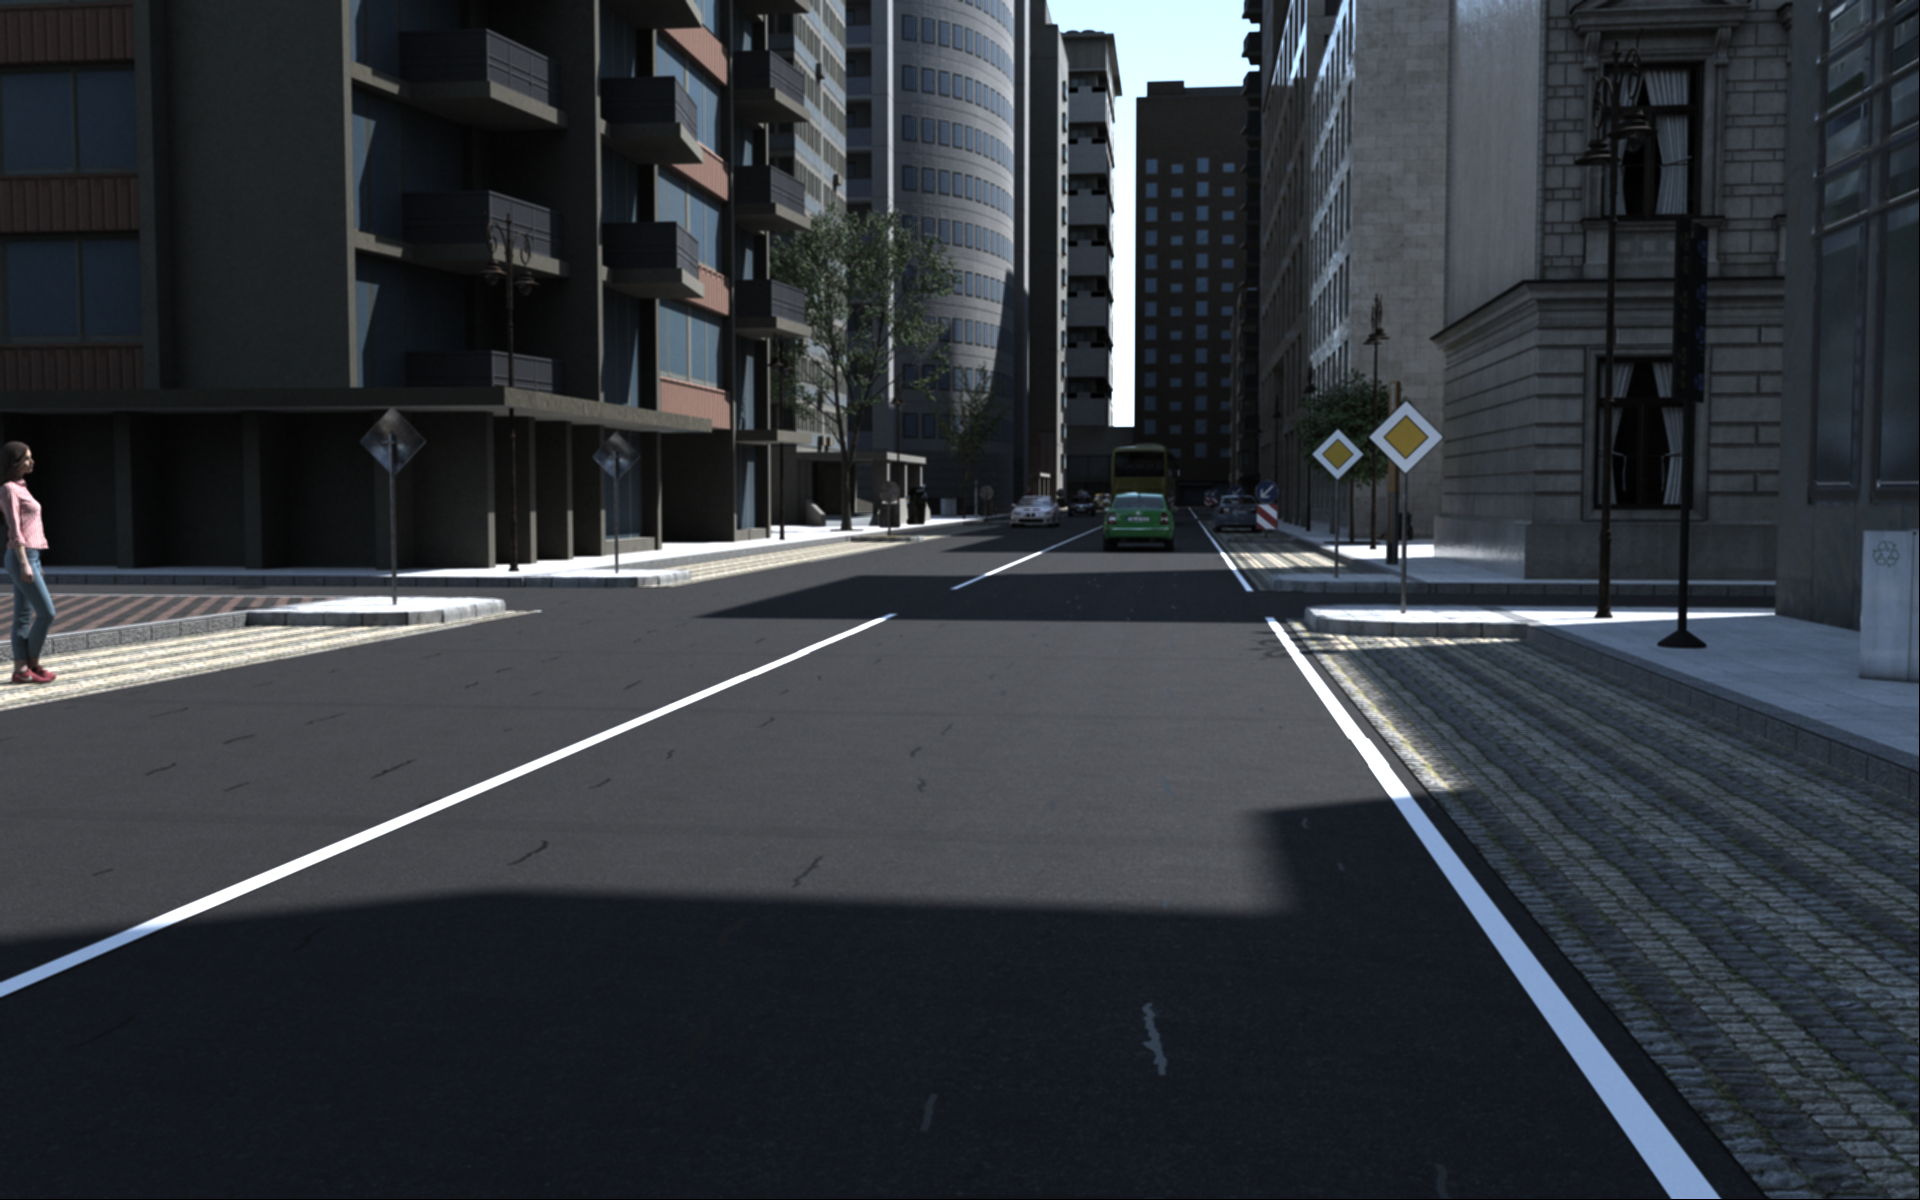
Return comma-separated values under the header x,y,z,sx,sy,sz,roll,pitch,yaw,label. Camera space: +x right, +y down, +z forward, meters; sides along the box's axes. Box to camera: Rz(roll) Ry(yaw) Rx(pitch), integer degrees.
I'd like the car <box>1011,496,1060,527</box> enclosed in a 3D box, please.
x,y,z,sx,sy,sz,roll,pitch,yaw,label
3.341,-3.886,75.903,2.083,1.381,4.827,0,4,8,car

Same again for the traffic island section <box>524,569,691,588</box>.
x,y,z,sx,sy,sz,roll,pitch,yaw,label
-5.566,-0.349,27.979,2.009,0.180,2.903,0,4,7,traffic island section

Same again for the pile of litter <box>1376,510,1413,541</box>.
x,y,z,sx,sy,sz,roll,pitch,yaw,label
12.190,-2.118,48.599,1.176,0.858,1.719,2,4,32,pile of litter

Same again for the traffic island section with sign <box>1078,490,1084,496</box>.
x,y,z,sx,sy,sz,roll,pitch,yaw,label
10.986,-9.027,156.216,1.989,1.847,2.006,0,4,7,traffic island section with sign

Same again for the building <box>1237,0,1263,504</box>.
x,y,z,sx,sy,sz,roll,pitch,yaw,label
32.517,-29.126,130.829,22.147,44.769,28.867,0,4,7,building

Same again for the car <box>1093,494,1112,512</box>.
x,y,z,sx,sy,sz,roll,pitch,yaw,label
11.259,-7.730,136.606,2.015,1.641,3.980,1,4,9,car

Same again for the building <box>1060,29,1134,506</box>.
x,y,z,sx,sy,sz,roll,pitch,yaw,label
6.583,-37.346,199.851,27.495,52.752,28.713,0,4,7,building

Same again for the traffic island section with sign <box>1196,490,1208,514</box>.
x,y,z,sx,sy,sz,roll,pitch,yaw,label
18.557,-7.271,127.508,1.989,1.847,2.006,0,4,7,traffic island section with sign

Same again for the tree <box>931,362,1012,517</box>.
x,y,z,sx,sy,sz,roll,pitch,yaw,label
0.651,-8.855,95.137,4.737,8.622,4.395,0,3,0,tree

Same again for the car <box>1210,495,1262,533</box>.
x,y,z,sx,sy,sz,roll,pitch,yaw,label
10.442,-3.263,65.347,2.014,1.417,4.499,0,4,7,car

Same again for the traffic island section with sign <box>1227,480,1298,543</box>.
x,y,z,sx,sy,sz,roll,pitch,yaw,label
8.880,-2.590,50.980,1.989,1.847,2.006,0,4,7,traffic island section with sign

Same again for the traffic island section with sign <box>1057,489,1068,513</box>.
x,y,z,sx,sy,sz,roll,pitch,yaw,label
7.601,-7.391,129.473,1.989,1.847,2.006,0,4,7,traffic island section with sign

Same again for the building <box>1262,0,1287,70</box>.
x,y,z,sx,sy,sz,roll,pitch,yaw,label
26.416,-28.123,109.917,14.600,45.320,14.200,0,4,7,building

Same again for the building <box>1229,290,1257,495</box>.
x,y,z,sx,sy,sz,roll,pitch,yaw,label
39.299,-19.248,159.742,27.650,21.520,28.899,0,4,7,building

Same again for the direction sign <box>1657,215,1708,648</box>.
x,y,z,sx,sy,sz,roll,pitch,yaw,label
6.081,-1.375,14.485,0.379,3.537,0.876,3,4,37,direction sign

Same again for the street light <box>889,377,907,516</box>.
x,y,z,sx,sy,sz,roll,pitch,yaw,label
-2.438,-5.849,68.419,0.468,5.910,1.993,0,4,7,street light

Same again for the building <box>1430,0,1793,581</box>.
x,y,z,sx,sy,sz,roll,pitch,yaw,label
18.090,-10.056,29.035,19.286,19.102,10.561,0,4,7,building

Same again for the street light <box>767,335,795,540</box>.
x,y,z,sx,sy,sz,roll,pitch,yaw,label
-4.999,-4.630,48.493,0.468,5.910,1.993,0,4,7,street light

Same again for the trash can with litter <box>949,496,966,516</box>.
x,y,z,sx,sy,sz,roll,pitch,yaw,label
-0.236,-5.586,102.710,1.055,1.170,0.624,-2,4,-27,trash can with litter

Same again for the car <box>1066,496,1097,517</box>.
x,y,z,sx,sy,sz,roll,pitch,yaw,label
7.858,-6.062,111.698,1.945,1.354,3.894,0,4,5,car

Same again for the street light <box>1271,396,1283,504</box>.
x,y,z,sx,sy,sz,roll,pitch,yaw,label
14.567,-6.543,79.773,0.468,5.910,1.993,0,4,7,street light

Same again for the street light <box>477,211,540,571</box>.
x,y,z,sx,sy,sz,roll,pitch,yaw,label
-7.425,-3.417,28.651,0.468,5.910,1.993,0,4,7,street light

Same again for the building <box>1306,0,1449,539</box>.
x,y,z,sx,sy,sz,roll,pitch,yaw,label
17.399,-12.371,57.013,10.420,20.320,16.860,0,4,7,building

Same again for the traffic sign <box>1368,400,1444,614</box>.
x,y,z,sx,sy,sz,roll,pitch,yaw,label
4.759,-0.912,18.548,0.795,2.450,0.064,0,4,7,traffic sign

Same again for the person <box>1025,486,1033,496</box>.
x,y,z,sx,sy,sz,roll,pitch,yaw,label
3.283,-4.486,81.814,0.573,1.828,0.580,-1,4,-21,person

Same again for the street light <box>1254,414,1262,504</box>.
x,y,z,sx,sy,sz,roll,pitch,yaw,label
17.138,-7.756,99.597,0.468,5.910,1.993,0,4,7,street light

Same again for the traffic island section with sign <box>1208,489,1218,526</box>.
x,y,z,sx,sy,sz,roll,pitch,yaw,label
12.273,-4.226,77.721,1.989,1.847,2.006,0,4,7,traffic island section with sign

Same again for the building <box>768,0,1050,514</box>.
x,y,z,sx,sy,sz,roll,pitch,yaw,label
-8.880,-27.710,144.944,32.217,40.220,23.993,0,4,7,building

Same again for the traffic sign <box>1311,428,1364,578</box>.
x,y,z,sx,sy,sz,roll,pitch,yaw,label
5.760,-1.396,26.470,0.795,2.450,0.064,0,4,7,traffic sign

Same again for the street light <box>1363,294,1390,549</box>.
x,y,z,sx,sy,sz,roll,pitch,yaw,label
9.609,-4.117,40.101,0.468,5.910,1.993,0,4,7,street light

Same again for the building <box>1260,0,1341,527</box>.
x,y,z,sx,sy,sz,roll,pitch,yaw,label
24.865,-16.977,82.089,19.350,26.468,34.151,0,4,7,building

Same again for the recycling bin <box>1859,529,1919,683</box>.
x,y,z,sx,sy,sz,roll,pitch,yaw,label
6.746,0.036,11.972,0.722,1.027,0.722,-3,4,-38,recycling bin

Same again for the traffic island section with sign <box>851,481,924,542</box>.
x,y,z,sx,sy,sz,roll,pitch,yaw,label
-2.152,-2.674,52.348,1.989,1.847,2.006,0,4,7,traffic island section with sign

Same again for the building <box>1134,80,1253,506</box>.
x,y,z,sx,sy,sz,roll,pitch,yaw,label
26.547,-33.067,190.752,14.200,45.320,14.600,0,4,7,building

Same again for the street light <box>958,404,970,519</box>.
x,y,z,sx,sy,sz,roll,pitch,yaw,label
0.211,-7.114,89.098,0.468,5.910,1.993,0,4,7,street light

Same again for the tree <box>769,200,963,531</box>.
x,y,z,sx,sy,sz,roll,pitch,yaw,label
-3.876,-8.233,60.360,9.928,11.665,9.643,0,3,0,tree

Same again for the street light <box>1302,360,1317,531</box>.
x,y,z,sx,sy,sz,roll,pitch,yaw,label
12.091,-5.330,59.936,0.468,5.910,1.993,0,4,7,street light

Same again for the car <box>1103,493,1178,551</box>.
x,y,z,sx,sy,sz,roll,pitch,yaw,label
4.673,-2.210,44.928,1.959,1.807,4.718,0,4,7,car

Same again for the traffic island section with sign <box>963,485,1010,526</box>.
x,y,z,sx,sy,sz,roll,pitch,yaw,label
1.238,-4.310,79.090,1.989,1.847,2.006,0,4,7,traffic island section with sign

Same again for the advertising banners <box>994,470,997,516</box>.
x,y,z,sx,sy,sz,roll,pitch,yaw,label
2.047,-6.348,99.982,0.090,3.025,2.074,0,4,3,advertising banners

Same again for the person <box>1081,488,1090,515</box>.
x,y,z,sx,sy,sz,roll,pitch,yaw,label
8.699,-6.849,120.344,0.709,1.838,0.599,1,4,9,person

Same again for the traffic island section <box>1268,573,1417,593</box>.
x,y,z,sx,sy,sz,roll,pitch,yaw,label
5.785,-0.261,26.544,2.009,0.180,2.903,0,4,7,traffic island section

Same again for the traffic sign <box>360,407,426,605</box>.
x,y,z,sx,sy,sz,roll,pitch,yaw,label
-6.543,-1.000,19.992,0.795,2.450,0.064,0,4,7,traffic sign

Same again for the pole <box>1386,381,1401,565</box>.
x,y,z,sx,sy,sz,roll,pitch,yaw,label
7.874,-2.301,31.459,0.158,3.312,0.155,0,3,0,pole

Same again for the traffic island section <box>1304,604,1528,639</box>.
x,y,z,sx,sy,sz,roll,pitch,yaw,label
4.783,0.224,18.622,2.009,0.180,2.903,0,4,7,traffic island section

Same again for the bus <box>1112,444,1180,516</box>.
x,y,z,sx,sy,sz,roll,pitch,yaw,label
9.051,-5.666,84.191,2.896,3.916,12.252,1,4,9,bus

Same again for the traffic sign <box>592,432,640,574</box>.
x,y,z,sx,sy,sz,roll,pitch,yaw,label
-5.542,-1.485,27.915,0.795,2.450,0.064,0,4,7,traffic sign

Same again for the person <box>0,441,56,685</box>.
x,y,z,sx,sy,sz,roll,pitch,yaw,label
-6.989,-0.272,12.957,0.388,1.821,0.555,-2,4,-33,person

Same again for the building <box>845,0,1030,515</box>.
x,y,z,sx,sy,sz,roll,pitch,yaw,label
-6.981,-35.169,117.017,21.231,58.520,28.212,0,4,7,building

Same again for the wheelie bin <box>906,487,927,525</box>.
x,y,z,sx,sy,sz,roll,pitch,yaw,label
-1.806,-3.991,73.156,0.980,1.594,0.693,-3,5,-42,wheelie bin

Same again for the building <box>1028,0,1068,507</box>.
x,y,z,sx,sy,sz,roll,pitch,yaw,label
-0.731,-33.301,168.172,21.600,48.544,21.300,0,4,7,building

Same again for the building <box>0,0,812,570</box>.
x,y,z,sx,sy,sz,roll,pitch,yaw,label
-16.098,-23.702,42.153,22.147,44.769,28.867,0,4,7,building

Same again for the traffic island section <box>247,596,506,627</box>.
x,y,z,sx,sy,sz,roll,pitch,yaw,label
-6.568,0.136,20.057,2.009,0.180,2.903,0,4,7,traffic island section

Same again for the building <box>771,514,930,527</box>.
x,y,z,sx,sy,sz,roll,pitch,yaw,label
-18.274,-23.567,77.209,32.217,40.220,23.993,0,4,7,building

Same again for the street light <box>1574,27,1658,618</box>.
x,y,z,sx,sy,sz,roll,pitch,yaw,label
6.684,-2.753,17.806,0.468,5.910,1.993,0,4,7,street light

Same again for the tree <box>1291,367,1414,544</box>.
x,y,z,sx,sy,sz,roll,pitch,yaw,label
10.258,-3.740,44.860,4.285,4.588,4.351,0,3,0,tree

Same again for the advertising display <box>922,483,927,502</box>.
x,y,z,sx,sy,sz,roll,pitch,yaw,label
-2.477,-5.988,103.120,0.974,1.923,0.123,0,4,-5,advertising display

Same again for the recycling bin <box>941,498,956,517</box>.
x,y,z,sx,sy,sz,roll,pitch,yaw,label
-0.657,-5.315,99.447,0.722,1.027,0.722,-1,4,-23,recycling bin
